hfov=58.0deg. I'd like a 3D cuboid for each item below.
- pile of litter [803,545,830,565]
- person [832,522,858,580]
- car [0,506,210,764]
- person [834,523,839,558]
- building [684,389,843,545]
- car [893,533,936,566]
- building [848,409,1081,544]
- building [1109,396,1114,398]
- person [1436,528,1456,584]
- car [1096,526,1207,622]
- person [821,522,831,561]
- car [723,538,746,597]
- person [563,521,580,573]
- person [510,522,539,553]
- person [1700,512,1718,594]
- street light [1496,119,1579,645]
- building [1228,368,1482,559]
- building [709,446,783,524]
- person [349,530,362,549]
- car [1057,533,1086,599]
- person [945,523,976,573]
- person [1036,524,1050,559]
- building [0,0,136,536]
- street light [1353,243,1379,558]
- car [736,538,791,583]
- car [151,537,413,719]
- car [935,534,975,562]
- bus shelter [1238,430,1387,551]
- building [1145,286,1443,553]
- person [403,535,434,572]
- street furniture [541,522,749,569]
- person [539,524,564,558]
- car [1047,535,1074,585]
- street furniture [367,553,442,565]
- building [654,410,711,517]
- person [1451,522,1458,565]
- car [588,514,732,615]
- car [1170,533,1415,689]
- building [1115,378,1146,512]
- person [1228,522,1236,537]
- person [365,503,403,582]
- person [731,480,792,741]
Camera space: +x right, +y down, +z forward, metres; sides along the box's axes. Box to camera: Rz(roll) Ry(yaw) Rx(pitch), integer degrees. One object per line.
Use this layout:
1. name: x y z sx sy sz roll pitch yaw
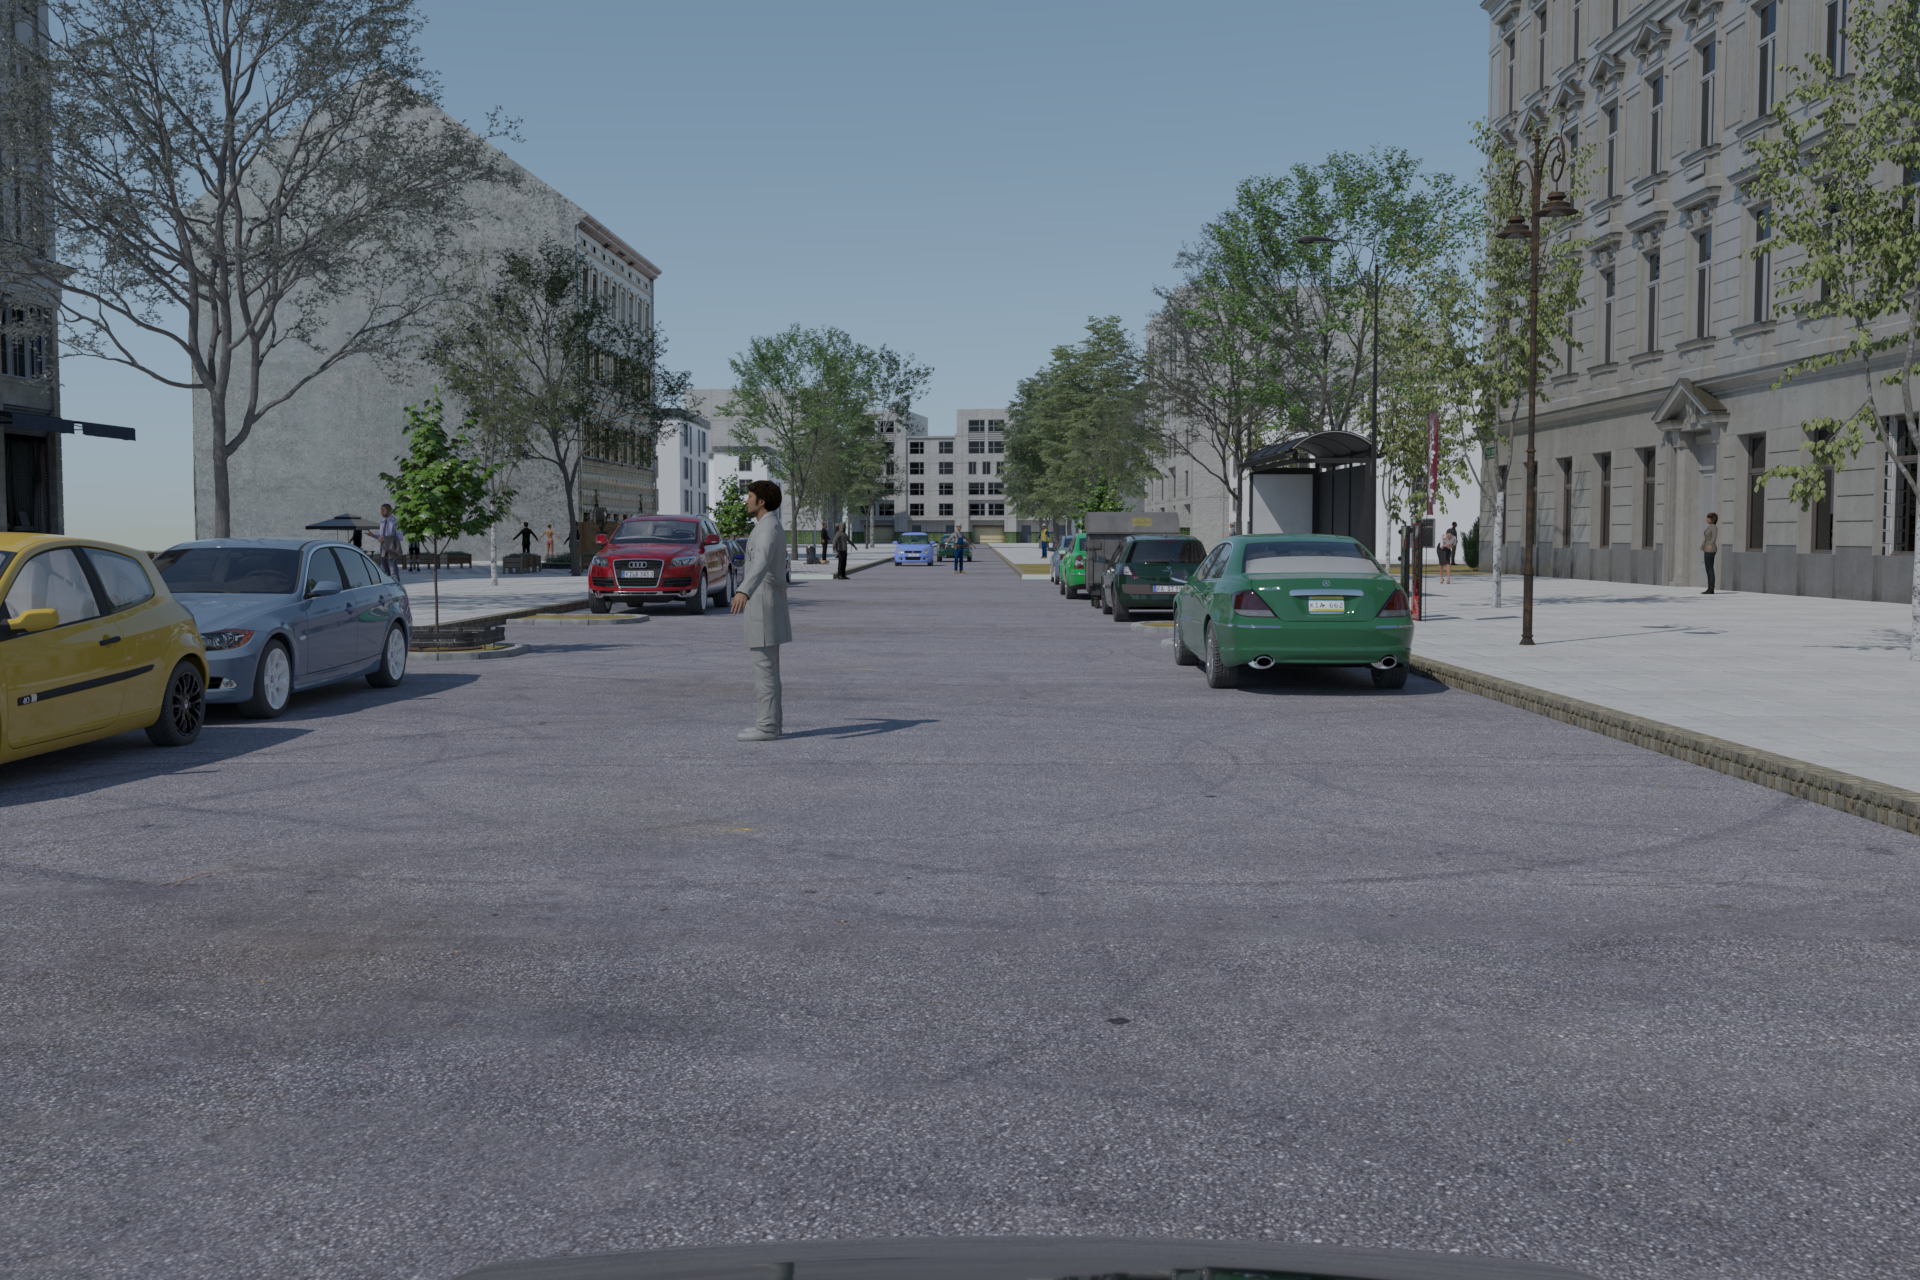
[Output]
1. pile of litter: -6.105 -3.650 73.647 1.176 0.858 1.719 0 4 0
2. person: -3.668 -2.807 54.477 0.705 1.813 1.348 2 4 29
3. car: -6.091 -0.008 10.357 2.015 1.641 3.980 0 4 1
4. person: -6.496 -5.244 91.512 0.705 1.856 1.354 0 4 -3
5. building: -25.044 -22.059 227.126 16.747 18.905 31.486 0 4 1
6. car: -2.060 -4.199 78.240 1.945 1.707 3.694 0 4 0
7. building: 0.978 -23.405 251.578 31.486 18.905 16.747 1 4 10
8. building: 24.700 -22.794 229.097 16.016 20.090 11.380 0 4 1
9. person: 12.516 -2.164 44.608 0.628 1.438 0.799 -2 4 -27
10. car: 3.373 -1.214 29.641 2.009 1.686 4.222 0 4 1
11. person: -6.039 -4.369 77.656 0.704 1.802 1.346 1 4 10
12. car: -5.934 -1.705 40.459 1.945 1.354 3.894 0 4 0
13. person: -12.704 -3.053 56.637 0.721 1.740 1.216 -2 4 -32
14. person: -18.507 -4.136 73.802 0.705 1.806 1.347 3 5 45
15. person: 15.930 -1.847 36.956 0.721 1.744 1.215 1 4 16
16. street light: 6.571 -2.880 19.884 0.468 5.910 1.993 0 4 1
17. building: 22.270 -9.760 101.729 9.099 9.664 28.070 0 4 1
18. building: -22.838 -14.502 179.257 9.099 9.664 28.070 0 3 0
19. person: -22.138 -3.523 63.537 0.705 1.837 1.347 0 4 -3
20. car: 3.218 -1.873 39.423 1.959 1.807 4.718 0 4 0
21. person: -0.024 -3.358 63.224 1.347 1.847 0.705 -2 4 -35
22. person: 4.405 -5.203 91.036 0.705 1.833 1.349 -2 4 -26
23. building: -31.060 -18.184 43.428 12.429 33.558 17.177 0 4 1
24. street light: 7.019 -3.334 27.054 1.470 5.913 1.316 0 4 1
25. car: -5.867 -2.271 49.710 1.945 1.354 3.894 0 4 1
26. car: -6.149 -0.181 14.959 2.014 1.417 4.499 0 4 1
27. car: -0.284 -4.813 90.495 2.131 1.459 4.920 0 3 0
28. bus shelter: 7.286 -2.599 36.422 2.014 3.302 5.546 0 4 0
29. building: 24.084 -16.254 132.206 16.747 18.905 31.486 0 4 0
30. person: -18.727 -3.258 59.408 1.345 1.843 0.704 -1 4 -13
31. street furniture: -11.554 -3.665 66.777 11.010 1.723 9.812 1 4 20
32. person: -18.060 -4.259 76.443 1.217 1.733 0.721 1 4 17
33. car: 3.548 -2.336 50.190 2.014 1.417 4.499 0 4 1
34. street furniture: -26.648 -3.552 73.705 10.072 0.657 5.734 1 4 15
35. building: -23.170 -11.455 129.436 9.099 9.664 28.070 0 4 0
36. person: 20.315 -3.967 71.129 0.705 1.796 1.348 1 4 18
37. car: -5.544 -1.457 32.503 2.281 1.827 5.304 0 4 0
38. car: 3.247 -0.348 17.491 2.131 1.459 4.920 0 4 1
39. building: 27.346 -22.895 205.254 19.493 23.208 18.063 0 4 1
40. person: 12.376 -4.473 78.991 0.705 1.847 1.347 2 4 24
41. person: -10.533 -1.573 31.632 0.709 1.838 0.599 3 4 36
42. person: -1.392 -0.213 12.119 0.705 1.806 1.347 0 4 1
